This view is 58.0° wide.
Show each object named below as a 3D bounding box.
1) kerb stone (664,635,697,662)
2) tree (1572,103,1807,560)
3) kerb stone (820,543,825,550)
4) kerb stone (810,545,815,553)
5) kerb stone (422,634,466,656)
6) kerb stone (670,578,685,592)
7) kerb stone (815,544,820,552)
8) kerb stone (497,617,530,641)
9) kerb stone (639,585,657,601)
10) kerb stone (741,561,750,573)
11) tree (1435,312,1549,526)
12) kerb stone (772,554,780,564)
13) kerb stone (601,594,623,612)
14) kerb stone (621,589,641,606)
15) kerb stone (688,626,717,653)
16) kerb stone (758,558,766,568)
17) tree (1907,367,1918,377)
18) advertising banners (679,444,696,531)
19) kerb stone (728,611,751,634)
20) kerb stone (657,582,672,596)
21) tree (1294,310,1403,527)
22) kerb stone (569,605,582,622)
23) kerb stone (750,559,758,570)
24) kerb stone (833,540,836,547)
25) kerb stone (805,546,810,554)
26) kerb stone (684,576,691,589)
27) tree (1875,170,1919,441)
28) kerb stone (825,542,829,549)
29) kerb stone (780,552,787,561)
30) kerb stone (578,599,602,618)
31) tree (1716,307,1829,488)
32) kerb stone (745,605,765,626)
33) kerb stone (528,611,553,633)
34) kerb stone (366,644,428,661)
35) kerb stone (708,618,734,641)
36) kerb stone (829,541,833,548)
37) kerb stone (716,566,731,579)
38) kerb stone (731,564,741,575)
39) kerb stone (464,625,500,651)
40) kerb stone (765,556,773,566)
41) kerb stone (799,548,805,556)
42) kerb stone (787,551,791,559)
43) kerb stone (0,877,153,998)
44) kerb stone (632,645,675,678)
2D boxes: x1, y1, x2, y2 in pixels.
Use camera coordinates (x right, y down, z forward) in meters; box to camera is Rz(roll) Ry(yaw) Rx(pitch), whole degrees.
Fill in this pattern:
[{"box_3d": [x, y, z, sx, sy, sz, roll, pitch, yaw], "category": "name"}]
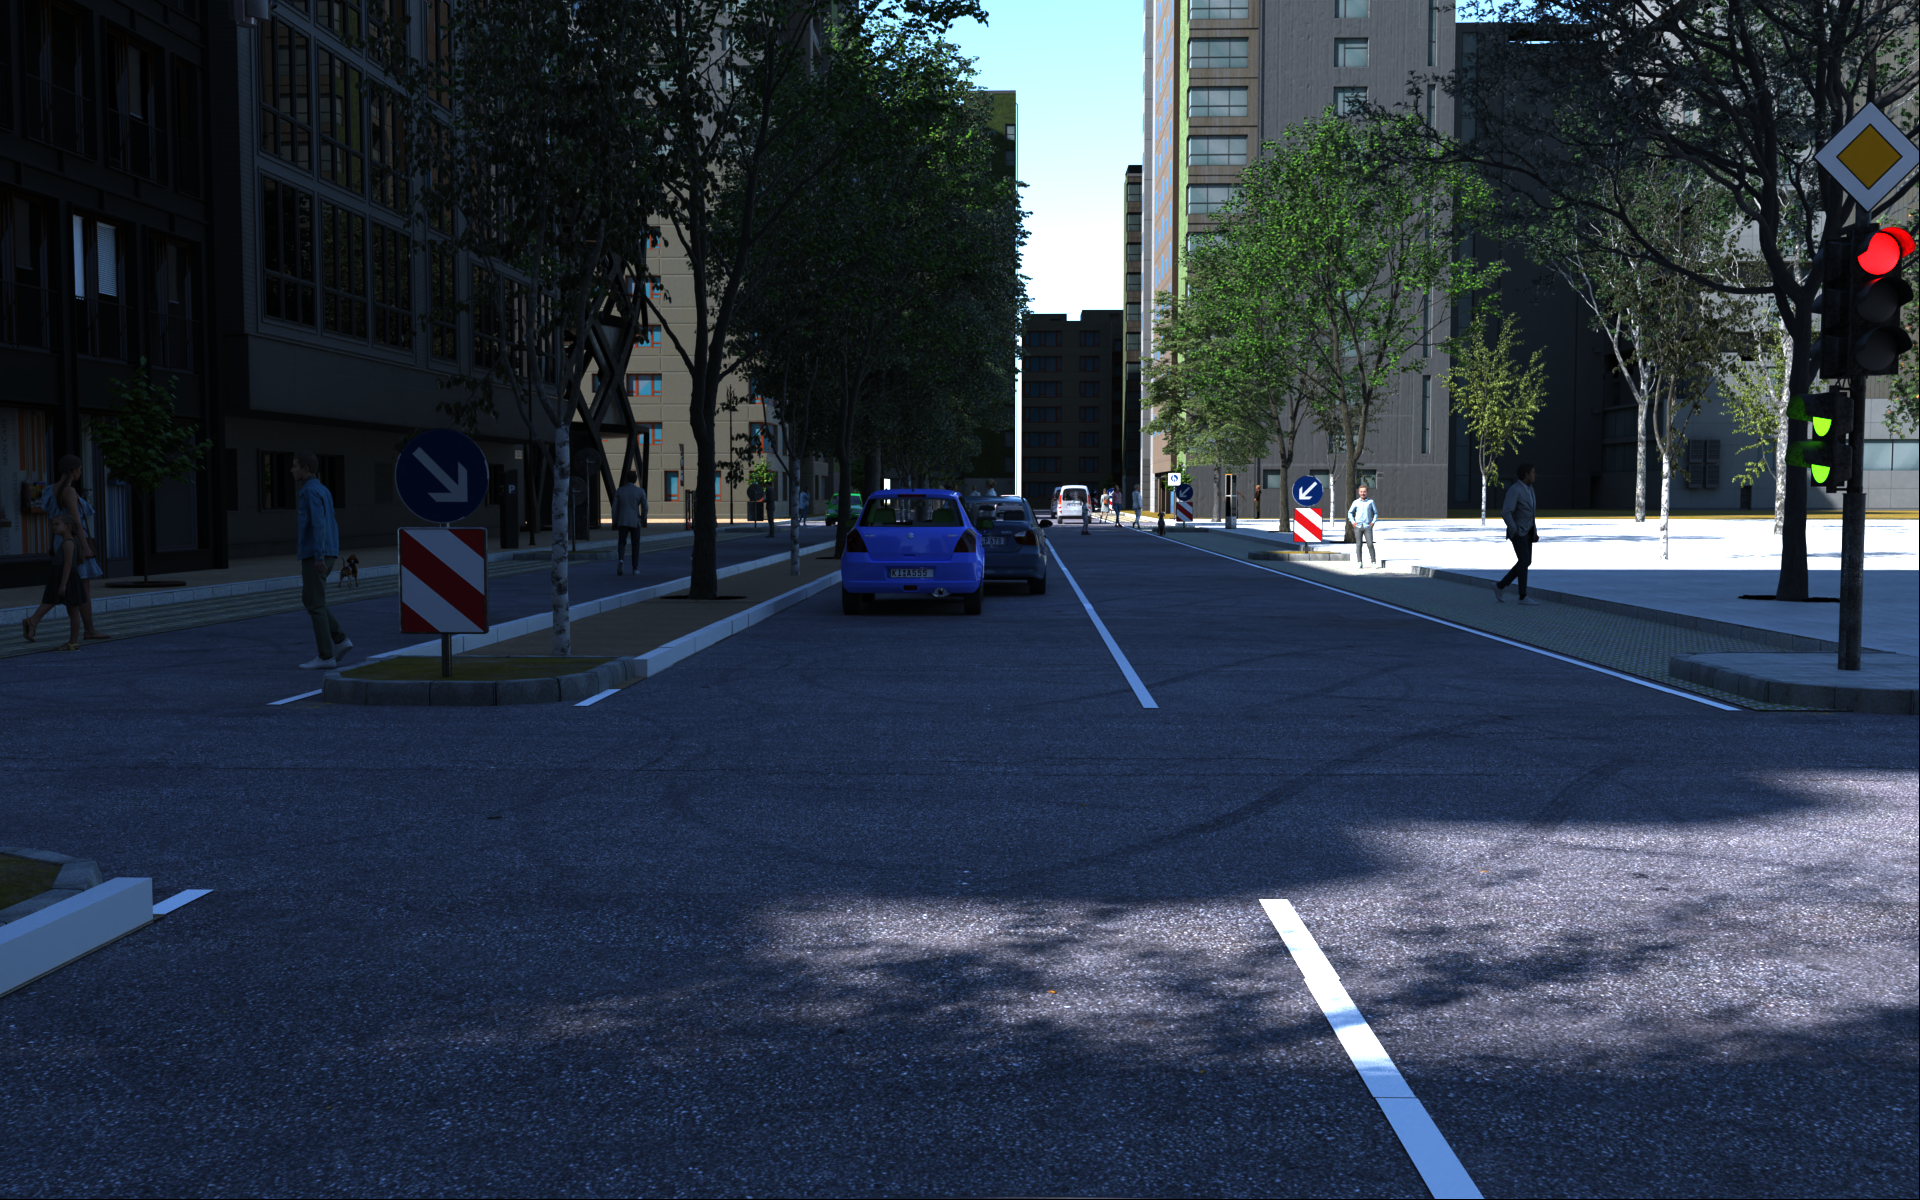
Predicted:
[{"box_3d": [-2.453, 0.439, 15.024, 0.120, 0.150, 1.000, 0, 4, 2], "category": "kerb stone"}, {"box_3d": [13.993, -5.089, 33.564, 4.360, 8.622, 3.978, 0, 3, 0], "category": "tree"}, {"box_3d": [-3.599, -1.320, 43.802, 0.120, 0.150, 1.000, 0, 4, 2], "category": "kerb stone"}, {"box_3d": [-3.664, -1.196, 41.748, 0.120, 0.150, 1.000, 0, 4, 2], "category": "kerb stone"}, {"box_3d": [-4.554, 0.434, 15.101, 0.120, 0.150, 1.000, 0, 4, 2], "category": "kerb stone"}, {"box_3d": [-4.216, -0.190, 25.369, 0.120, 0.150, 1.000, 0, 4, 2], "category": "kerb stone"}, {"box_3d": [-3.626, -1.256, 42.770, 0.120, 0.150, 1.000, 0, 4, 2], "category": "kerb stone"}, {"box_3d": [-4.485, 0.309, 17.146, 0.120, 0.150, 1.000, 0, 4, 2], "category": "kerb stone"}, {"box_3d": [-4.279, -0.069, 23.320, 0.120, 0.150, 1.000, 0, 4, 2], "category": "kerb stone"}, {"box_3d": [-4.007, -0.569, 31.499, 0.120, 0.150, 1.000, 0, 4, 2], "category": "kerb stone"}, {"box_3d": [21.286, -7.277, 69.334, 4.737, 8.622, 4.395, 0, 3, 0], "category": "tree"}, {"box_3d": [-3.874, -0.820, 35.609, 0.120, 0.150, 1.000, 0, 4, 2], "category": "kerb stone"}, {"box_3d": [-4.346, 0.057, 21.257, 0.120, 0.150, 1.000, 0, 4, 2], "category": "kerb stone"}, {"box_3d": [-4.310, -0.006, 22.295, 0.120, 0.150, 1.000, 0, 4, 2], "category": "kerb stone"}, {"box_3d": [-2.420, 0.376, 16.046, 0.120, 0.150, 1.000, 0, 4, 2], "category": "kerb stone"}, {"box_3d": [-3.942, -0.686, 33.554, 0.120, 0.150, 1.000, 0, 4, 2], "category": "kerb stone"}, {"box_3d": [37.452, -6.952, 64.034, 4.737, 8.622, 4.395, 0, 3, 0], "category": "tree"}, {"box_3d": [-9.582, -3.965, 61.013, 0.090, 3.025, 2.074, 0, 4, 8], "category": "advertising banners"}, {"box_3d": [-2.351, 0.251, 18.094, 0.120, 0.150, 1.000, 0, 4, 2], "category": "kerb stone"}, {"box_3d": [-4.242, -0.126, 24.341, 0.120, 0.150, 1.000, 0, 4, 2], "category": "kerb stone"}, {"box_3d": [14.412, -7.085, 66.208, 4.360, 8.622, 3.978, 0, 3, 0], "category": "tree"}, {"box_3d": [-4.405, 0.189, 19.200, 0.120, 0.150, 1.000, 0, 4, 2], "category": "kerb stone"}, {"box_3d": [-3.979, -0.631, 32.520, 0.120, 0.150, 1.000, 0, 4, 2], "category": "kerb stone"}, {"box_3d": [-3.494, -1.508, 46.879, 0.120, 0.150, 1.000, 0, 4, 2], "category": "kerb stone"}, {"box_3d": [-3.702, -1.133, 40.726, 0.120, 0.150, 1.000, 0, 4, 2], "category": "kerb stone"}, {"box_3d": [-4.184, -0.257, 26.390, 0.120, 0.150, 1.000, 0, 4, 2], "category": "kerb stone"}, {"box_3d": [26.301, -7.540, 40.288, 9.611, 12.733, 9.660, 0, 3, 0], "category": "tree"}, {"box_3d": [-3.572, -1.382, 44.831, 0.120, 0.150, 1.000, 0, 4, 2], "category": "kerb stone"}, {"box_3d": [-3.848, -0.883, 36.631, 0.120, 0.150, 1.000, 0, 4, 2], "category": "kerb stone"}, {"box_3d": [-4.387, 0.124, 20.230, 0.120, 0.150, 1.000, 0, 4, 2], "category": "kerb stone"}, {"box_3d": [31.108, -7.057, 65.749, 4.737, 8.622, 4.395, 0, 3, 0], "category": "tree"}, {"box_3d": [-2.312, 0.188, 19.120, 0.120, 0.150, 1.000, 0, 4, 2], "category": "kerb stone"}, {"box_3d": [-4.454, 0.246, 18.168, 0.120, 0.150, 1.000, 0, 4, 2], "category": "kerb stone"}, {"box_3d": [-4.579, 0.496, 14.079, 0.120, 0.150, 1.000, 0, 4, 2], "category": "kerb stone"}, {"box_3d": [-2.393, 0.313, 17.073, 0.120, 0.150, 1.000, 0, 4, 2], "category": "kerb stone"}, {"box_3d": [-3.535, -1.444, 45.858, 0.120, 0.150, 1.000, 0, 4, 2], "category": "kerb stone"}, {"box_3d": [-4.079, -0.444, 29.455, 0.120, 0.150, 1.000, 0, 4, 2], "category": "kerb stone"}, {"box_3d": [-4.046, -0.507, 30.477, 0.120, 0.150, 1.000, 0, 4, 2], "category": "kerb stone"}, {"box_3d": [-4.516, 0.371, 16.125, 0.120, 0.150, 1.000, 0, 4, 2], "category": "kerb stone"}, {"box_3d": [-3.909, -0.754, 34.575, 0.120, 0.150, 1.000, 0, 4, 2], "category": "kerb stone"}, {"box_3d": [-3.741, -1.071, 39.700, 0.120, 0.150, 1.000, 0, 4, 2], "category": "kerb stone"}, {"box_3d": [-3.815, -0.942, 37.655, 0.120, 0.150, 1.000, 0, 4, 2], "category": "kerb stone"}, {"box_3d": [-2.778, 1.034, 5.298, 0.120, 0.150, 1.000, 0, 4, 2], "category": "kerb stone"}, {"box_3d": [-2.481, 0.506, 14.002, 0.120, 0.150, 1.000, 0, 4, 2], "category": "kerb stone"}]
